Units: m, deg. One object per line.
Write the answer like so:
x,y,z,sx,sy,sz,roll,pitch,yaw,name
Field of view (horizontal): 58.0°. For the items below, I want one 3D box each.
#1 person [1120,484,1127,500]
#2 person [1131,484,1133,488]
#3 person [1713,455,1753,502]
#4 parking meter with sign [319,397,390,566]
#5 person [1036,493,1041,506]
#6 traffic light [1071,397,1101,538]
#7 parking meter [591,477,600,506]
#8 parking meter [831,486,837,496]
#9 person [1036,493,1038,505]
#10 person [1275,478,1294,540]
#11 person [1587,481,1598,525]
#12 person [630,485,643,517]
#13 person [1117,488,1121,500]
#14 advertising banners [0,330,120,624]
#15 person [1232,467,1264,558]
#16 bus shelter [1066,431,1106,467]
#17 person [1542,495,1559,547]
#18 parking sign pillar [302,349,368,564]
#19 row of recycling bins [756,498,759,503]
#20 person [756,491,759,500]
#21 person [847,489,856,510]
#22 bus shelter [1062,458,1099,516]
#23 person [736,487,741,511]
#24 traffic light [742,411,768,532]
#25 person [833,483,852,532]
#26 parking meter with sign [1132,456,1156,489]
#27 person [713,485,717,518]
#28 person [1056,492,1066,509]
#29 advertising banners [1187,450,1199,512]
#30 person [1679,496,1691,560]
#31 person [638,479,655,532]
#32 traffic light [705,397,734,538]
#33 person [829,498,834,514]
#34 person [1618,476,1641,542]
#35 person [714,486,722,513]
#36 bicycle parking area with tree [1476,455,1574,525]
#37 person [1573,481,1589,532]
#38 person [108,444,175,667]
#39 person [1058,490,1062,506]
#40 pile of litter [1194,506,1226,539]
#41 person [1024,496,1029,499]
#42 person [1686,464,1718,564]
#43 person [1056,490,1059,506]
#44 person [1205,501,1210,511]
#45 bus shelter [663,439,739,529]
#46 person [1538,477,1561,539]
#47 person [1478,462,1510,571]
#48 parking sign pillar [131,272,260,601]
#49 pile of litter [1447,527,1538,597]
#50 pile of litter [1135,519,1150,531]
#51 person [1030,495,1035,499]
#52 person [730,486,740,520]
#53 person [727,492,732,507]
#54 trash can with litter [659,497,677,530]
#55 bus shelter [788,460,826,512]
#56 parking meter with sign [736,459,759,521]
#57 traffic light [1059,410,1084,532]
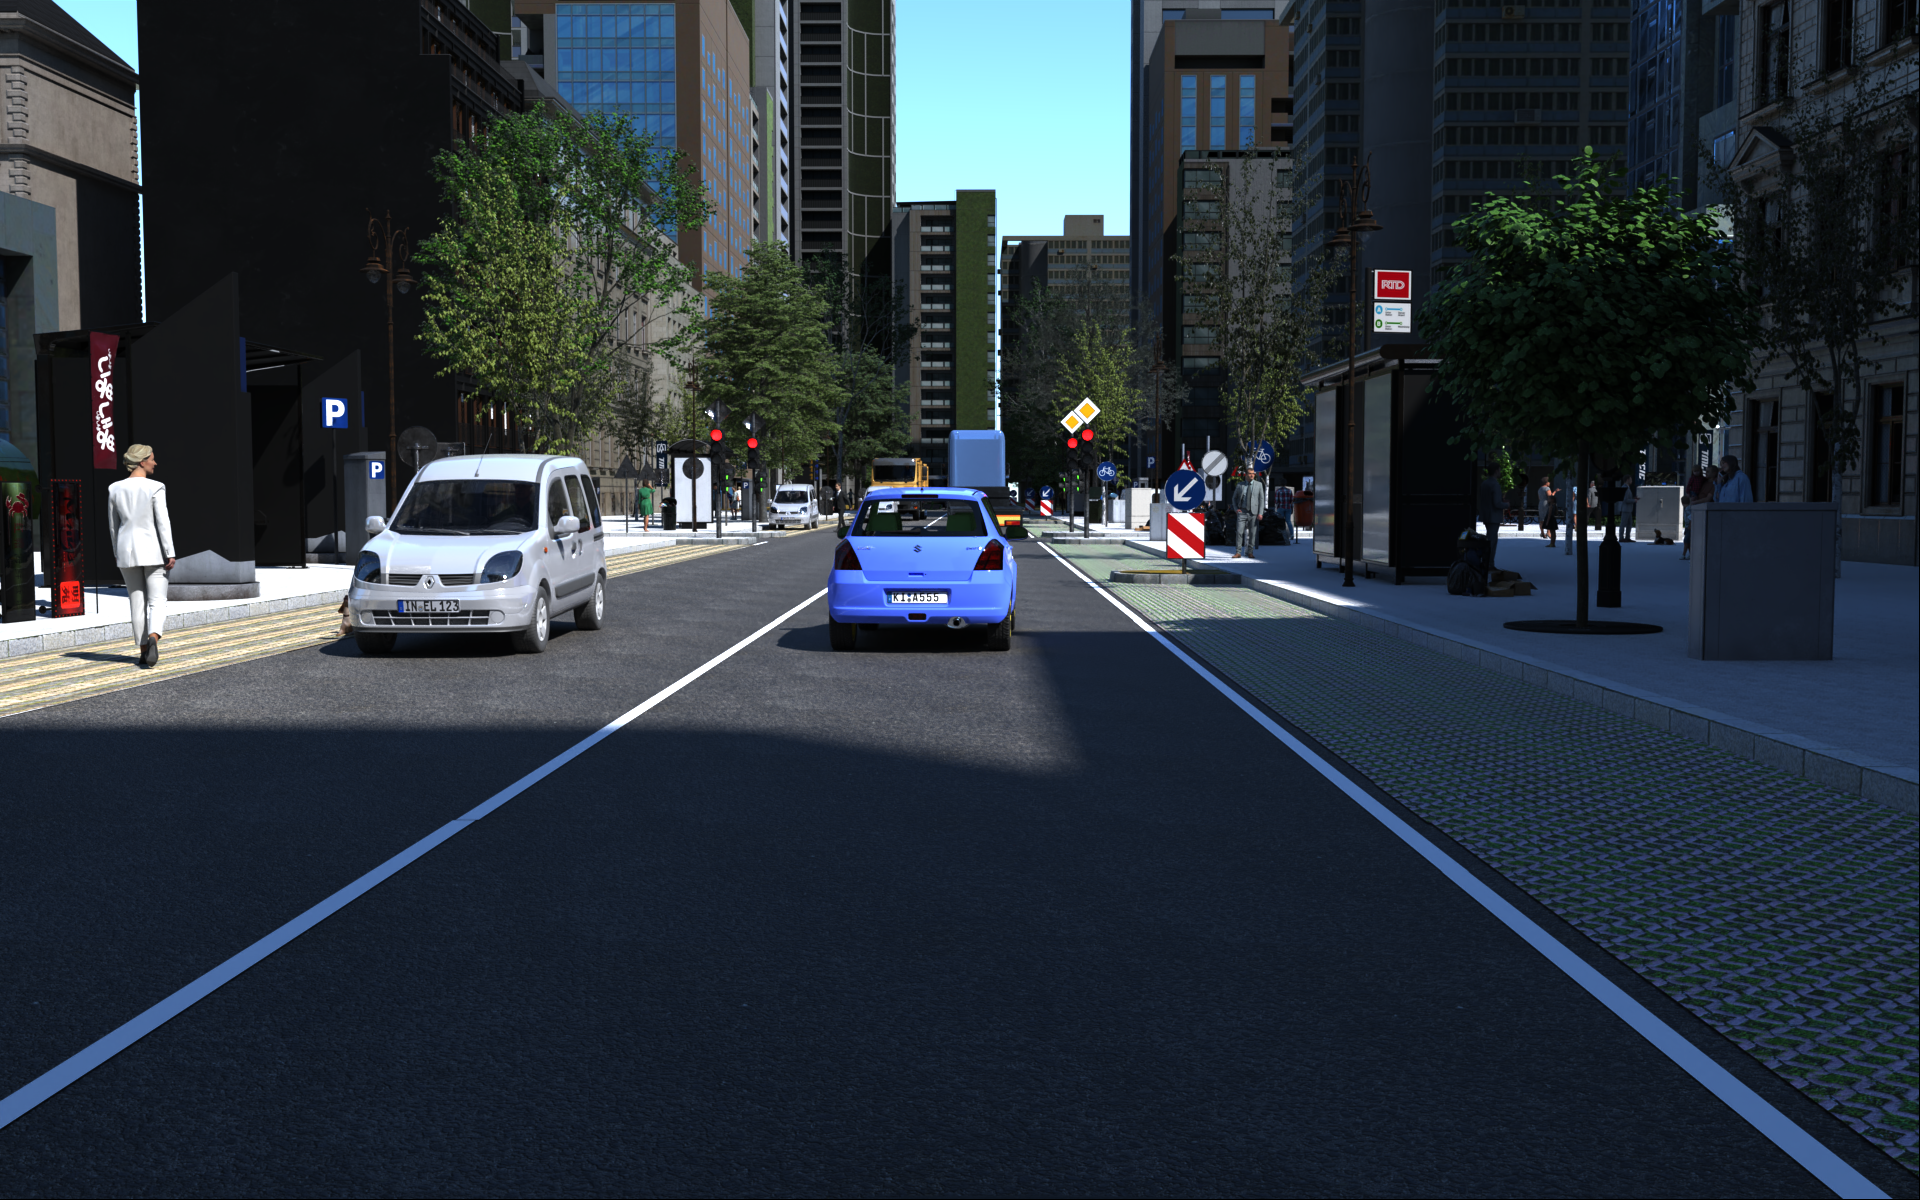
9.432,-5.648,98.271,0.514,1.842,0.818,-3,5,-40,person
10.652,-6.218,107.071,0.474,1.900,0.648,-2,4,-32,person
10.162,-1.000,22.654,0.793,1.790,0.793,-3,5,-43,person
-10.666,-2.125,31.006,1.738,3.016,0.543,2,4,33,parking meter with sign
8.628,-11.107,187.276,0.705,1.869,1.348,3,5,39,person
3.659,-3.749,50.220,0.839,4.253,0.868,0,4,1,traffic light
-12.538,-3.288,59.474,0.255,1.863,0.399,1,4,11,parking meter
-8.645,-6.895,118.452,0.399,1.863,0.255,0,4,3,parking meter
8.851,-11.846,200.447,0.721,1.743,1.217,3,4,37,person
9.135,-2.562,48.777,0.563,1.720,0.643,0,4,-8,person
23.716,-3.583,65.026,0.661,1.777,0.834,-2,4,-30,person
-18.048,-5.556,96.659,0.755,1.850,0.659,1,4,23,person
14.490,-9.280,157.635,0.709,1.838,0.599,-3,5,-40,person
-9.331,-1.334,17.994,0.090,3.025,2.074,1,4,8,advertising banners
5.756,-1.744,34.651,0.635,1.810,0.391,0,4,5,person
7.784,-7.973,107.989,2.179,5.291,8.768,0,4,1,bus shelter
14.228,-1.899,41.755,0.373,1.253,0.362,3,4,37,person
-11.829,-2.694,32.526,1.447,3.967,1.447,0,4,3,parking sign pillar
-11.869,-5.580,98.347,1.069,1.692,3.534,0,4,-6,row of recycling bins
-11.472,-5.496,95.871,0.822,1.834,0.622,1,4,13,person
-9.010,-8.261,141.890,1.217,1.735,0.721,-3,4,-36,person
6.987,-6.439,99.202,2.014,3.302,5.546,0,4,1,bus shelter
-16.549,-7.601,130.197,0.514,1.842,0.818,-3,4,-38,person
-6.919,-4.243,58.299,0.839,4.253,0.868,0,4,1,traffic light
-4.454,-3.412,64.060,0.755,1.850,0.659,-3,5,-41,person
8.291,-5.112,79.834,1.738,3.016,0.543,-3,5,-43,parking meter with sign
-13.147,-5.285,92.797,0.601,1.785,0.444,-1,4,-20,person
8.975,-8.816,150.316,1.348,1.807,0.705,0,4,-1,person
9.454,-4.535,70.328,0.090,3.025,2.074,1,4,22,advertising banners
14.228,-1.415,33.862,0.332,1.250,0.352,-2,4,-35,person
-10.772,-3.244,59.328,0.600,1.795,0.529,0,4,4,person
-7.002,-3.755,50.314,0.839,4.253,0.868,0,4,1,traffic light
-8.462,-6.331,113.832,0.394,1.301,0.425,-2,4,-26,person
17.748,-2.426,45.903,0.583,1.804,0.606,1,4,13,person
-16.758,-6.910,118.936,0.836,1.842,0.656,0,4,2,person
22.358,-5.393,75.181,9.016,4.147,8.231,1,4,17,bicycle parking area with tree
21.078,-3.228,58.915,0.616,1.811,0.778,1,4,20,person
-6.739,-0.360,14.265,0.514,1.842,0.818,-1,4,-19,person
10.631,-10.822,183.083,1.348,1.812,0.705,3,5,41,person
7.194,-2.149,49.109,1.719,0.858,1.176,0,4,4,pile of litter
7.913,-11.999,202.246,0.705,1.822,1.348,3,4,37,person
13.649,-1.580,31.845,0.580,1.828,0.573,1,4,22,person
9.989,-10.643,180.146,0.705,1.814,1.350,2,4,26,person
11.022,-4.254,76.273,0.598,1.740,0.731,-1,4,-18,person
-9.833,-4.418,66.158,2.014,3.302,5.546,0,4,1,bus shelter
16.980,-2.658,49.857,0.532,1.782,0.716,-1,4,-14,person
8.744,-1.343,28.194,0.583,1.804,0.606,-1,4,-12,person
-9.439,-2.009,21.318,1.447,3.967,1.447,0,4,3,parking sign pillar
6.871,-0.509,22.293,1.176,0.858,1.719,3,5,43,pile of litter
6.832,-2.836,60.327,1.176,0.858,1.719,-2,4,-33,pile of litter
7.775,-11.226,190.292,1.217,1.736,0.721,-2,4,-35,person
-11.168,-4.813,85.737,0.522,1.701,0.512,-1,4,-11,person
-18.401,-7.919,138.755,0.697,1.427,0.421,2,4,33,person
-10.388,-3.078,61.705,0.624,1.170,1.055,0,4,-8,trash can with litter
-9.870,-7.987,108.218,2.179,5.291,8.768,0,4,1,bus shelter
-10.280,-5.402,84.576,0.543,3.016,1.738,1,4,20,parking meter with sign
3.742,-4.238,58.204,0.839,4.253,0.868,0,4,1,traffic light
